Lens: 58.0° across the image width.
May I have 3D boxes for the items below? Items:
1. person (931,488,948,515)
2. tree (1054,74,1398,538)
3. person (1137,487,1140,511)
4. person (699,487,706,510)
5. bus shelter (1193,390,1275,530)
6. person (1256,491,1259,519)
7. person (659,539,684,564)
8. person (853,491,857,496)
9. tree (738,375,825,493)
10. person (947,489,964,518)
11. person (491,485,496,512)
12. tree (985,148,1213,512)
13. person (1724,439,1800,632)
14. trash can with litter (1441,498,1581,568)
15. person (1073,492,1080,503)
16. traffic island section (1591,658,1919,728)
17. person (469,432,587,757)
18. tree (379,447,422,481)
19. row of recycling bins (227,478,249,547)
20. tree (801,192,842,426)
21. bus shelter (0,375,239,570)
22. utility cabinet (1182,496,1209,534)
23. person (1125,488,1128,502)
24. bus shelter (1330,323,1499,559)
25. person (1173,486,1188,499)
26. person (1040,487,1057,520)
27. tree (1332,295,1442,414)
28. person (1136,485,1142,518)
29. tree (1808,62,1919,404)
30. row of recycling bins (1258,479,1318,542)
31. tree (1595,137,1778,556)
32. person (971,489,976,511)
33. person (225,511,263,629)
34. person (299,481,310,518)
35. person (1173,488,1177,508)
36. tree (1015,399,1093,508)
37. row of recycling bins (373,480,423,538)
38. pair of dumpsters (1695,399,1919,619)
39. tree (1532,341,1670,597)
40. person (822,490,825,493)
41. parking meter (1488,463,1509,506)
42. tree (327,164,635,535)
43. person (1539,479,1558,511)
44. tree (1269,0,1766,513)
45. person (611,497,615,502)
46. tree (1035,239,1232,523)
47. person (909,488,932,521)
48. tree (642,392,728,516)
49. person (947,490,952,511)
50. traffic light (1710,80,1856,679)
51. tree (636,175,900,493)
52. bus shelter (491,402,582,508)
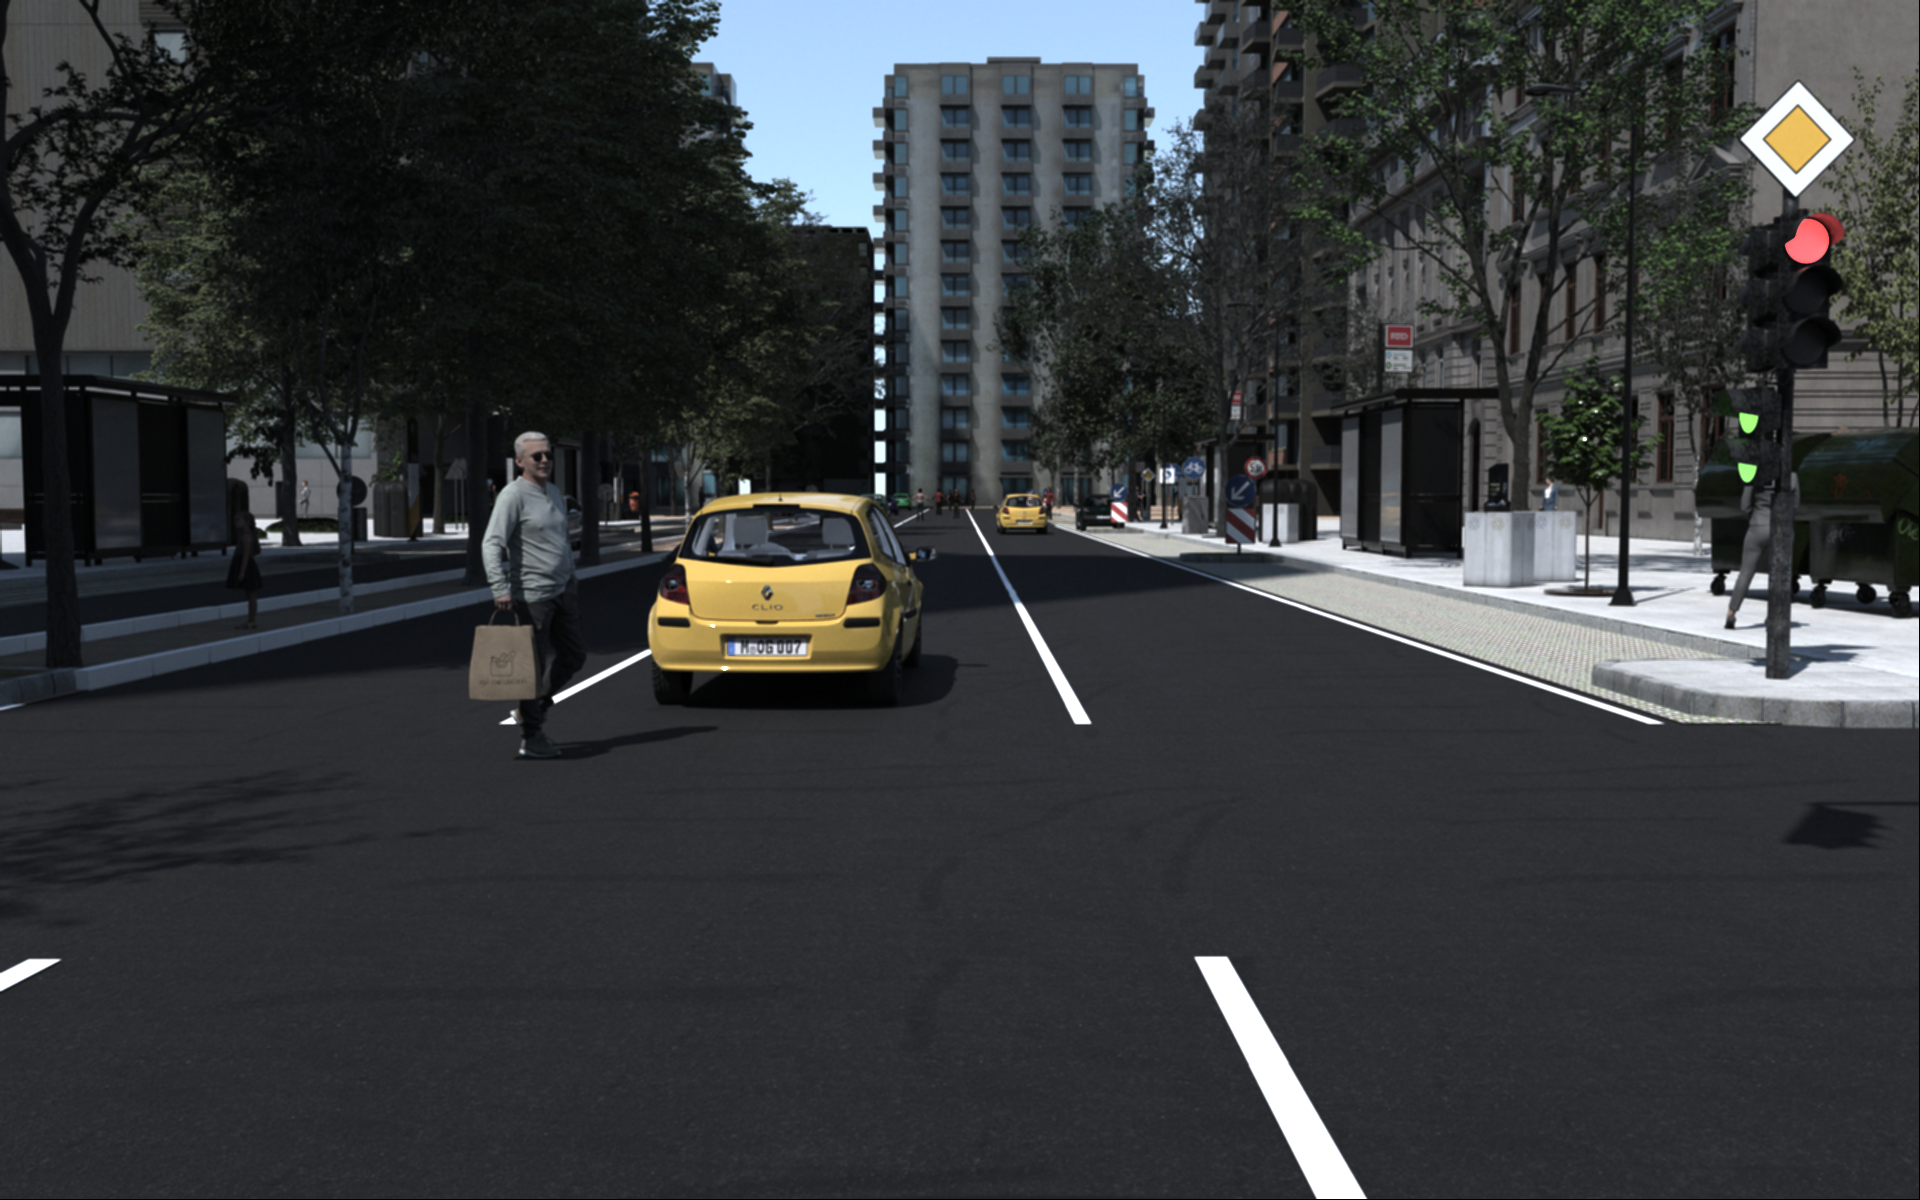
[{"bbox_3d":[-1.398,-6.621,116.699,1.348,1.831,0.705,2,4,29],"label":"person"},{"bbox_3d":[7.840,-8.566,50.427,12.009,13.543,11.850,0,3,0],"label":"tree"},{"bbox_3d":[13.471,-7.660,131.311,0.705,1.821,1.348,-3,5,-40],"label":"person"},{"bbox_3d":[-16.494,-6.371,110.762,0.434,1.755,0.990,0,4,-6],"label":"person"},{"bbox_3d":[9.992,-5.316,64.549,2.179,5.291,8.768,0,3,0],"label":"bus shelter"},{"bbox_3d":[15.257,-4.845,88.525,0.557,1.426,1.065,-2,4,-27],"label":"person"},{"bbox_3d":[-3.785,-0.649,24.615,1.012,1.151,0.738,0,4,-1],"label":"person"},{"bbox_3d":[-10.222,-9.733,168.549,0.541,1.710,0.530,-3,5,-41],"label":"person"},{"bbox_3d":[-16.220,-14.256,150.098,9.611,12.733,9.660,0,3,0],"label":"tree"},{"bbox_3d":[-0.258,-5.684,101.956,1.217,1.766,0.721,3,4,38],"label":"person"},{"bbox_3d":[-24.748,-5.231,92.122,0.434,1.755,0.990,0,4,-4],"label":"person"},{"bbox_3d":[8.615,-14.734,96.784,12.611,20.169,13.585,0,3,0],"label":"tree"},{"bbox_3d":[7.532,-0.608,16.258,0.520,1.790,0.573,0,4,-3],"label":"person"},{"bbox_3d":[9.771,-1.188,30.481,1.678,1.210,2.233,-3,5,-45],"label":"trash can with litter"},{"bbox_3d":[10.782,-9.355,159.448,0.683,1.767,0.568,-1,4,-18],"label":"person"},{"bbox_3d":[5.710,0.625,12.055,2.009,0.180,2.903,0,3,0],"label":"traffic island section"},{"bbox_3d":[-2.371,-0.024,9.382,0.515,1.767,0.782,1,4,21],"label":"person"},{"bbox_3d":[-23.206,-4.695,71.360,1.663,3.219,1.824,0,3,0],"label":"tree"},{"bbox_3d":[-18.397,-2.194,42.977,1.069,1.692,3.534,-1,4,-12],"label":"row of recycling bins"},{"bbox_3d":[-7.709,-8.273,55.855,7.486,12.596,7.792,0,3,0],"label":"tree"},{"bbox_3d":[-16.158,-3.316,31.852,2.179,5.291,8.768,0,3,0],"label":"bus shelter"},{"bbox_3d":[7.597,-2.733,55.851,1.020,1.237,0.306,-3,5,-43],"label":"utility cabinet"},{"bbox_3d":[11.303,-6.751,117.345,0.530,1.710,0.541,0,4,7],"label":"person"},{"bbox_3d":[9.648,-3.723,38.499,2.179,5.291,8.768,0,3,0],"label":"bus shelter"},{"bbox_3d":[14.438,-6.583,113.299,1.348,1.869,0.705,3,4,36],"label":"person"},{"bbox_3d":[4.863,-5.312,95.286,1.348,1.831,0.705,3,5,41],"label":"person"},{"bbox_3d":[15.805,-7.019,65.123,4.360,8.622,3.978,0,3,0],"label":"tree"},{"bbox_3d":[9.619,-5.293,93.033,0.683,1.767,0.568,-1,4,-22],"label":"person"},{"bbox_3d":[16.116,-4.831,29.354,4.737,8.622,4.395,0,3,0],"label":"tree"},{"bbox_3d":[9.064,-2.474,47.566,1.069,1.692,3.534,2,4,27],"label":"row of recycling bins"},{"bbox_3d":[15.228,-5.209,35.522,4.360,8.622,3.978,0,3,0],"label":"tree"},{"bbox_3d":[1.179,-8.649,149.871,0.705,1.831,1.348,0,4,8],"label":"person"},{"bbox_3d":[-7.572,-0.314,18.307,0.373,1.253,0.362,-1,4,-20],"label":"person"},{"bbox_3d":[-24.663,-3.589,65.004,0.520,1.790,0.573,2,4,29],"label":"person"},{"bbox_3d":[20.063,-9.558,162.340,0.705,1.821,1.348,-1,4,-9],"label":"person"},{"bbox_3d":[9.037,-14.086,164.721,8.767,10.594,7.601,2,4,32],"label":"tree"},{"bbox_3d":[-16.849,-2.729,51.737,1.069,1.692,3.534,-2,4,-29],"label":"row of recycling bins"},{"bbox_3d":[10.100,-1.057,19.775,1.574,2.255,4.437,0,4,0],"label":"pair of dumpsters"},{"bbox_3d":[8.119,-1.674,21.968,1.663,3.219,1.824,0,3,0],"label":"tree"},{"bbox_3d":[-10.217,-7.295,128.596,1.217,1.723,0.721,-2,4,-34],"label":"person"},{"bbox_3d":[10.239,-1.668,32.976,0.255,1.863,0.399,3,5,41],"label":"parking meter"},{"bbox_3d":[-16.395,-7.879,54.578,9.928,11.665,9.643,0,3,0],"label":"tree"},{"bbox_3d":[17.446,-2.754,51.098,0.654,1.822,0.581,-1,4,-19],"label":"person"},{"bbox_3d":[8.840,-6.216,27.390,9.928,11.665,9.643,0,3,0],"label":"tree"},{"bbox_3d":[-25.472,-7.387,127.376,0.990,1.755,0.434,0,4,-1],"label":"person"},{"bbox_3d":[7.893,-9.856,78.158,9.611,12.733,9.660,0,3,0],"label":"tree"},{"bbox_3d":[-2.122,-5.117,92.872,1.217,1.736,0.721,0,4,5],"label":"person"},{"bbox_3d":[-16.741,-10.668,100.174,9.928,11.665,9.643,0,3,0],"label":"tree"},{"bbox_3d":[-0.920,-8.673,150.318,0.705,1.822,1.348,1,4,15],"label":"person"},{"bbox_3d":[5.670,-1.408,11.941,0.839,4.253,0.868,0,3,0],"label":"traffic light"},{"bbox_3d":[-7.366,-9.396,66.451,12.009,13.543,11.850,0,3,0],"label":"tree"},{"bbox_3d":[-15.930,-5.381,65.618,2.179,5.291,8.768,0,4,0],"label":"bus shelter"}]
